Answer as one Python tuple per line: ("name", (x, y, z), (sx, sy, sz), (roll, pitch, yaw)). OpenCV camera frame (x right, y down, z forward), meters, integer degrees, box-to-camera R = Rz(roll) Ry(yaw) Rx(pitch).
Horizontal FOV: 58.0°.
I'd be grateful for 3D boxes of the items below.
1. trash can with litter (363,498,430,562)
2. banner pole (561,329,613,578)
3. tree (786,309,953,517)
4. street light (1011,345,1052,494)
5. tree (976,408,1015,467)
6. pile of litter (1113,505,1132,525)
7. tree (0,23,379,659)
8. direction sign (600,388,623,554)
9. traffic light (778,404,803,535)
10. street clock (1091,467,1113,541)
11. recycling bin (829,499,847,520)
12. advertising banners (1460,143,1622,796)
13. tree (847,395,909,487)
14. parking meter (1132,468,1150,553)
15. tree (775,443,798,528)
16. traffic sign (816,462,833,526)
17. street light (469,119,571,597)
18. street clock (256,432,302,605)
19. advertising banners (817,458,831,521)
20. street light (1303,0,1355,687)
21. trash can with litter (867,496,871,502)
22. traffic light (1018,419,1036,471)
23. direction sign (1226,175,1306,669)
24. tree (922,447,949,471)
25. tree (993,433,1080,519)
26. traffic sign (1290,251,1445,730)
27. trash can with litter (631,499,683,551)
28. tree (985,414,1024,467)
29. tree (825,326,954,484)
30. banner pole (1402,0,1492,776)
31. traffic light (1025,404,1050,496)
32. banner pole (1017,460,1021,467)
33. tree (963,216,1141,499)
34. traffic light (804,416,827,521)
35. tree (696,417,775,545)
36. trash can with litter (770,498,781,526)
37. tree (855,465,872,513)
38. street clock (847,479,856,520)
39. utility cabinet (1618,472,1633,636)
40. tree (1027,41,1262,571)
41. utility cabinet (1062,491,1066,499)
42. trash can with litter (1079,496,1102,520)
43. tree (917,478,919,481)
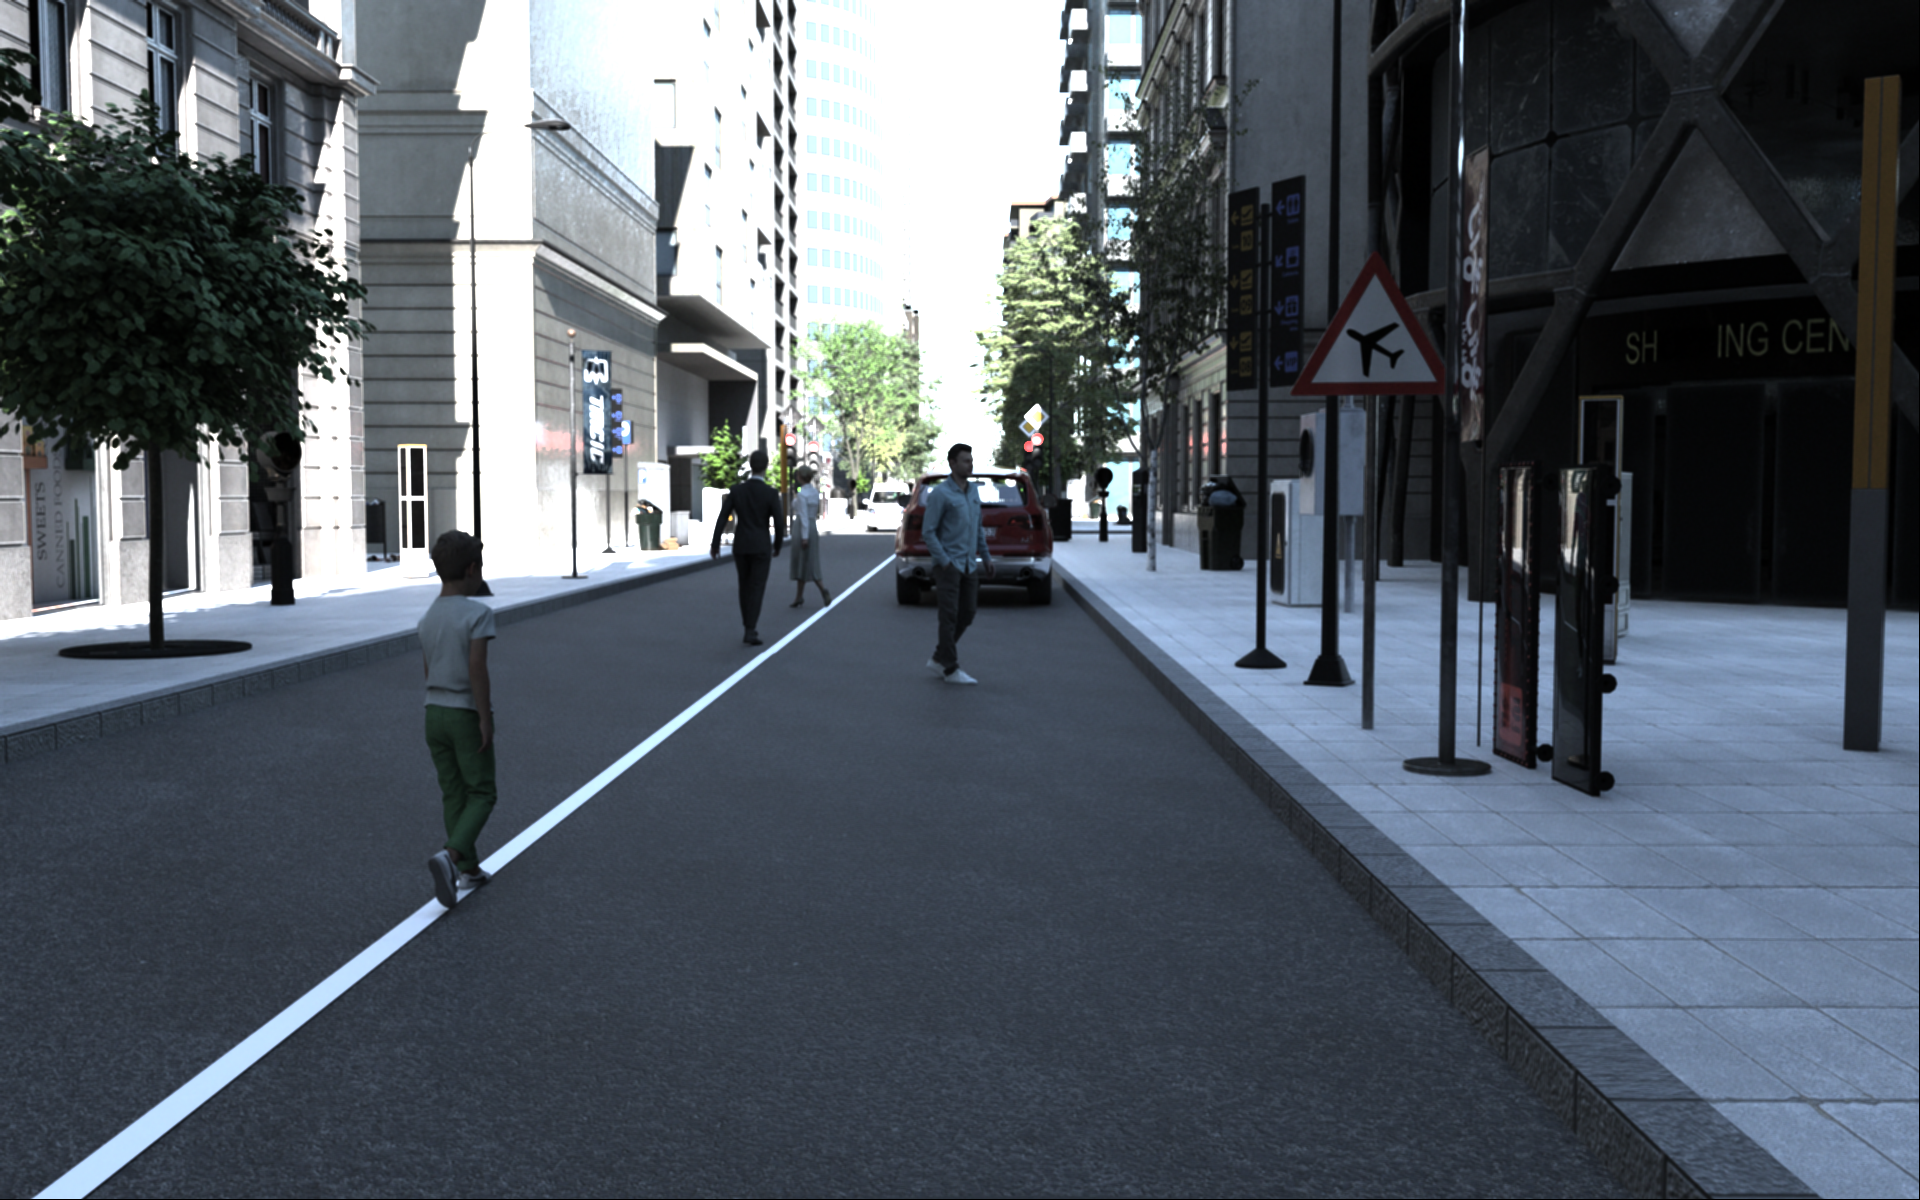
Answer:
("trash can with litter", (-10.864, -1.339, 32.955), (2.233, 1.210, 1.678), (0, 4, 8))
("banner pole", (-5.701, -2.233, 26.519), (0.863, 3.779, 0.401), (-2, 4, -32))
("tree", (-5.910, -10.473, 96.985), (9.928, 11.665, 9.643), (0, 3, 0))
("street light", (2.289, -4.990, 54.133), (1.470, 5.913, 1.316), (0, 4, 0))
("tree", (3.634, -11.758, 142.610), (4.737, 8.622, 4.395), (0, 3, 0))
("pile of litter", (6.978, -3.560, 72.172), (1.176, 0.858, 1.719), (0, 4, 3))
("tree", (-6.499, -1.850, 13.960), (4.285, 4.588, 4.351), (0, 3, 0))
("direction sign", (-7.532, -2.754, 37.031), (0.379, 3.537, 0.876), (2, 4, 34))
("traffic light", (-5.270, -3.992, 54.195), (0.839, 4.253, 0.868), (0, 4, 0))
("street clock", (3.891, -2.588, 46.892), (0.471, 2.002, 0.358), (-1, 4, -16))
("recycling bin", (-6.162, -4.588, 87.561), (0.722, 1.027, 0.722), (1, 4, 18))
("advertising banners", (2.661, -0.735, 8.199), (0.090, 3.025, 2.074), (0, 4, -2))
("tree", (-5.785, -10.518, 122.334), (4.737, 8.622, 4.395), (0, 3, 0))
("parking meter", (3.970, -1.979, 38.061), (0.255, 1.863, 0.399), (2, 4, 34))
("tree", (-6.891, -4.343, 65.605), (1.663, 3.219, 1.824), (0, 3, 0))
("traffic sign", (-5.414, -4.191, 68.625), (0.768, 2.556, 0.104), (0, 4, 6))
("street light", (-5.524, -3.002, 21.627), (1.470, 5.913, 1.316), (0, 4, 0))
("street clock", (-7.845, -0.944, 20.006), (0.358, 2.002, 0.471), (2, 4, 28))
("advertising banners", (-6.568, -5.327, 83.289), (0.090, 3.025, 2.074), (1, 4, 16))
("street light", (1.955, -2.385, 11.533), (1.470, 5.913, 1.316), (0, 4, 0))
("trash can with litter", (-6.797, -7.712, 137.471), (1.055, 1.170, 0.624), (-1, 4, -18))
("traffic light", (2.460, -4.478, 62.130), (0.839, 4.253, 0.868), (0, 4, 0))
("direction sign", (2.237, -1.271, 12.781), (0.379, 3.537, 0.876), (-2, 4, -28))
("tree", (-4.980, -22.158, 296.686), (8.767, 10.594, 7.601), (-2, 4, -24))
("tree", (4.169, -5.992, 81.677), (4.285, 4.588, 4.351), (0, 3, 0))
("traffic sign", (2.226, -0.574, 9.386), (0.884, 2.594, 0.081), (0, 4, 4))
("trash can with litter", (-6.814, -1.687, 38.975), (1.055, 1.170, 0.624), (-3, 5, -43))
("tree", (4.177, -10.950, 129.393), (4.360, 8.622, 3.978), (0, 3, 0))
("tree", (-5.592, -13.695, 130.566), (9.857, 13.997, 8.962), (0, 3, 0))
("banner pole", (2.208, -1.083, 7.722), (0.401, 3.779, 0.863), (1, 4, 14))
("traffic light", (2.391, -3.989, 54.145), (0.839, 4.253, 0.868), (0, 4, 0))
("banner pole", (3.008, -6.029, 88.594), (0.401, 3.779, 0.863), (-1, 4, -17))
("tree", (3.617, -9.383, 71.533), (7.486, 12.596, 7.792), (0, 3, 0))
("traffic light", (-5.201, -4.481, 62.180), (0.839, 4.253, 0.868), (0, 4, 0))
("tree", (-5.808, -3.017, 43.934), (1.663, 3.219, 1.824), (0, 3, 0))
("trash can with litter", (-7.462, -3.515, 68.525), (1.678, 1.210, 2.233), (1, 4, 16))
("tree", (-6.782, -7.508, 117.358), (1.663, 3.219, 1.824), (0, 3, 0))
("street clock", (-5.312, -4.918, 84.985), (0.358, 2.002, 0.471), (3, 4, 37))
("utility cabinet", (5.632, -0.401, 15.238), (0.318, 1.500, 1.173), (2, 4, 33))
("tree", (3.180, -4.806, 28.940), (4.360, 8.622, 3.978), (0, 3, 0))
("utility cabinet", (8.409, -7.615, 133.186), (1.173, 1.500, 0.318), (0, 4, -3))
("trash can with litter", (6.530, -4.613, 86.804), (1.055, 1.170, 0.624), (-1, 4, -12))
("tree", (-4.019, -16.476, 253.098), (4.285, 4.588, 4.351), (0, 3, 0))
